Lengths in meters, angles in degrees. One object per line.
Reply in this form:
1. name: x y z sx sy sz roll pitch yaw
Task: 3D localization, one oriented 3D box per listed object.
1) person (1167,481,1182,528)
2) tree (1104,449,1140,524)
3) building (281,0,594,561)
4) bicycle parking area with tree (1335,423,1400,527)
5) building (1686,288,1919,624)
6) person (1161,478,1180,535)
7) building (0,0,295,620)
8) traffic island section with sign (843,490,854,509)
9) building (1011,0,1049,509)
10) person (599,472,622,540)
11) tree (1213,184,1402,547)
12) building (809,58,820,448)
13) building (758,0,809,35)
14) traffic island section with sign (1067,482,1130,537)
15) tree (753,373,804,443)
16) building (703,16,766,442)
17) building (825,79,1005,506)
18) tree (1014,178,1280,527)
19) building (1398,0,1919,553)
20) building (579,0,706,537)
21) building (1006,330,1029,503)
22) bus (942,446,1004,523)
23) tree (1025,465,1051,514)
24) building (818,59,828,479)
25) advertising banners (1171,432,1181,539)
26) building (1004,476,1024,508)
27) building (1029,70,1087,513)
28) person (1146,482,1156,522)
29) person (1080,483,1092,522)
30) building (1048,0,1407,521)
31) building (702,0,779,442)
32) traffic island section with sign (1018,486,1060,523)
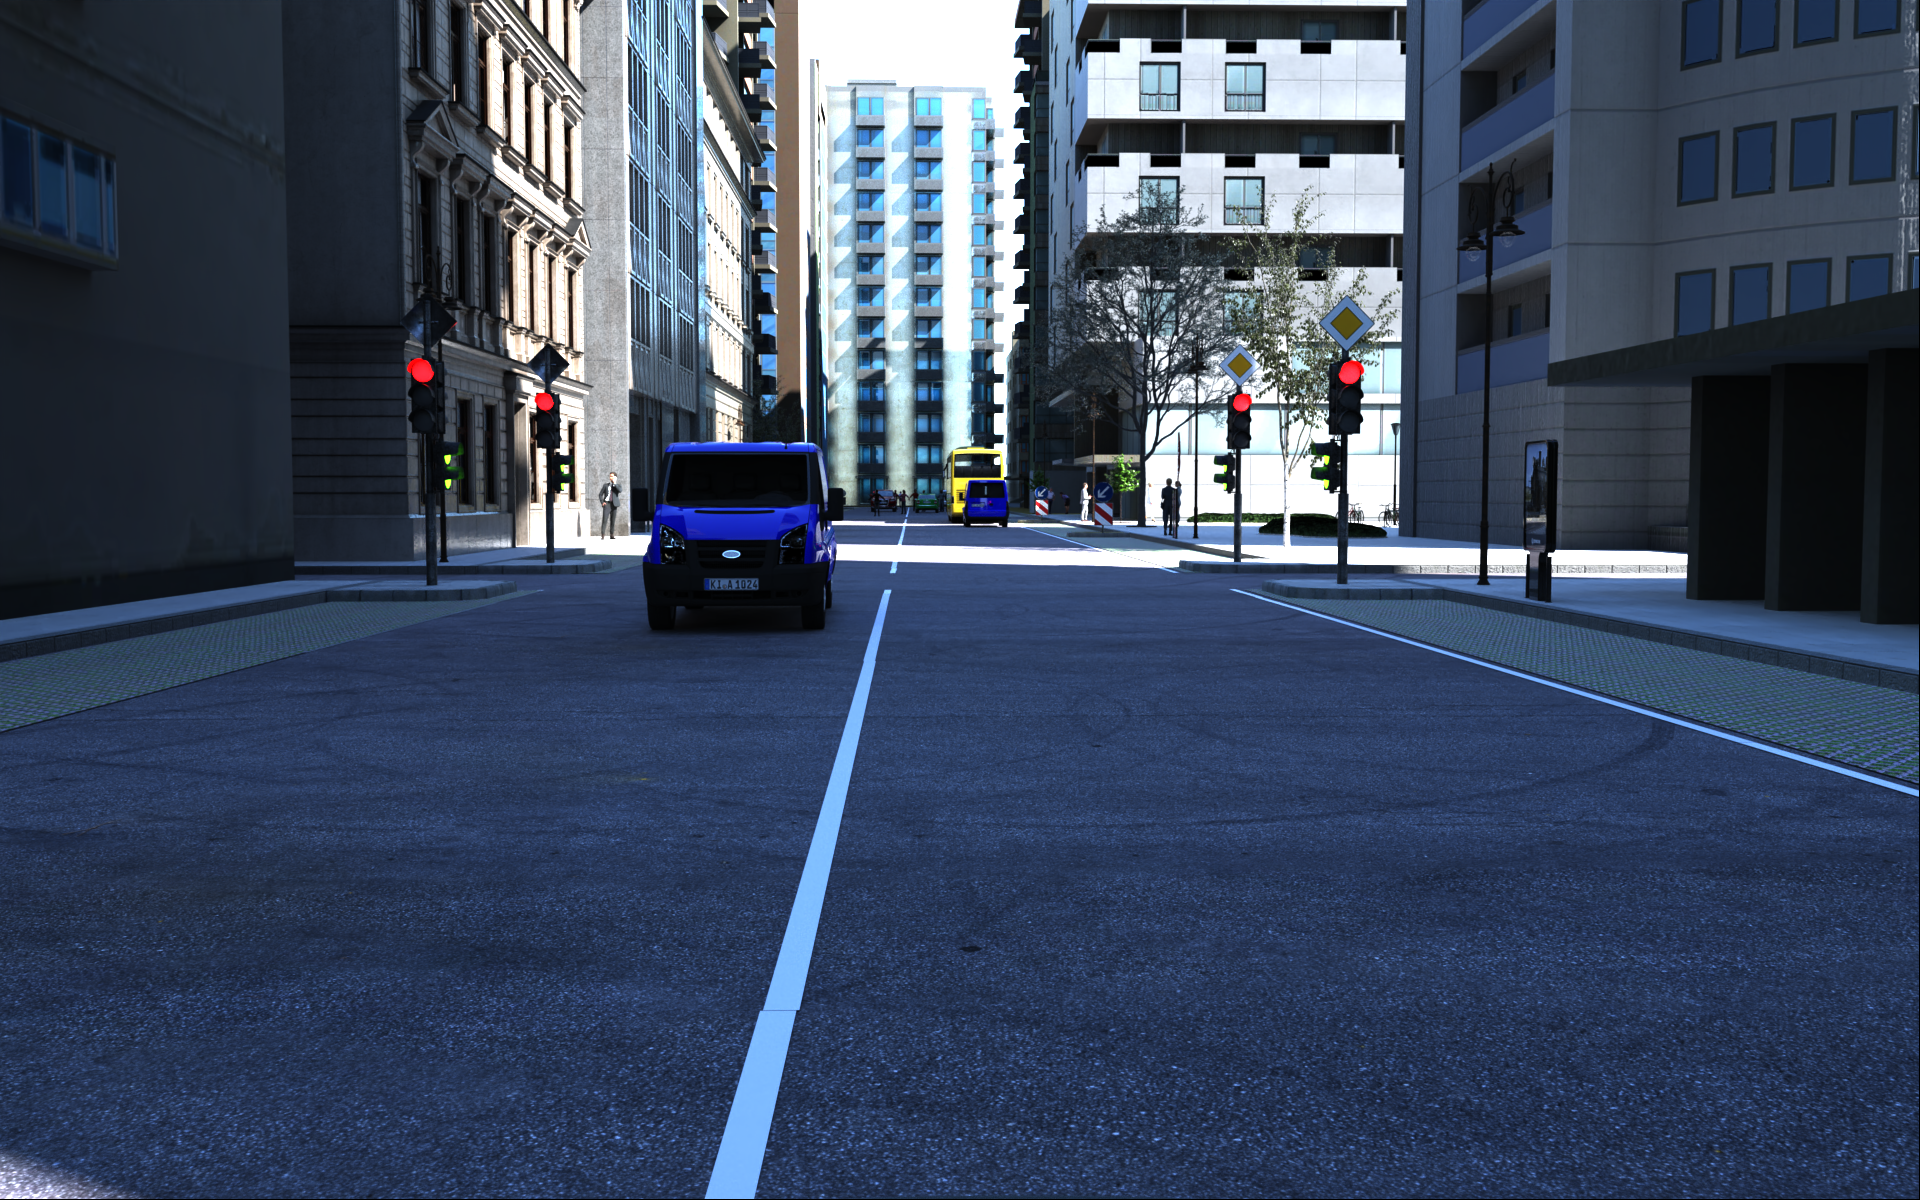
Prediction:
1. person: 8.191 -3.668 66.294 0.573 1.790 0.520 1 4 12
2. tree: 7.008 -4.940 75.377 1.663 3.219 1.824 0 3 0
3. building: -15.365 -10.810 41.364 10.561 19.102 19.286 0 4 -2
4. bicycle parking area with tree: 19.801 -4.991 68.605 9.016 4.147 8.231 -3 5 -40
5. building: 18.864 -21.590 7.615 22.147 44.769 28.867 0 4 -2
6. person: 6.508 -2.890 53.720 0.576 1.772 0.534 0 4 -3
7. building: -20.183 -23.846 13.589 21.600 48.544 21.300 0 4 -2
8. traffic island section with sign: -10.909 -9.384 162.059 1.989 1.847 2.006 0 4 -2
9. building: 15.797 -29.969 144.624 22.147 44.769 28.867 0 4 -2
10. person: -9.804 -2.645 48.654 0.648 1.900 0.474 -1 4 -23
11. tree: 8.032 -5.566 41.362 4.360 8.622 3.978 0 3 0
12. building: -20.228 -28.997 157.703 14.154 41.232 14.086 0 4 -2
13. building: -19.709 -30.157 143.182 14.600 45.320 14.200 0 4 -2
14. traffic island section with sign: 4.588 -3.004 57.744 1.989 1.847 2.006 0 4 -2
15. tree: -11.629 -9.463 105.082 4.360 8.622 3.978 0 3 0
16. building: -18.871 -15.445 85.808 16.112 22.955 30.059 0 4 -2
17. building: -10.257 -35.670 202.809 30.456 49.044 23.786 0 4 -2
18. tree: 7.172 -9.566 66.774 12.009 13.543 11.850 0 3 0
19. building: 27.692 -30.636 42.897 28.212 58.520 21.231 0 4 -2
20. building: -16.202 -14.853 60.866 12.078 24.808 19.932 0 4 -2
21. building: 20.619 -22.075 205.965 28.899 21.520 27.650 0 4 -2
22. bus: 0.656 -5.918 88.313 2.896 3.916 12.252 0 4 -2
23. tree: 5.032 -7.191 112.179 1.663 3.219 1.824 0 3 0
24. building: -20.938 -32.159 175.916 14.200 45.320 14.600 0 4 -2
25. advertising banners: 6.219 -3.283 49.857 0.090 3.025 2.074 0 4 2
26. building: 19.591 -29.364 171.980 32.217 40.220 23.993 0 4 -2
27. building: 11.800 -21.425 122.008 14.160 30.474 14.107 0 4 -2
28. person: 8.653 -4.470 79.005 0.818 1.842 0.514 -2 4 -30
29. person: 5.833 -4.505 79.893 0.583 1.804 0.606 0 4 -7
30. building: 19.212 -30.851 93.653 28.713 52.752 27.495 0 4 -2
31. building: -24.482 -28.549 121.395 22.147 44.769 28.867 0 4 -2
32. traffic island section with sign: 3.840 -4.656 84.748 1.989 1.847 2.006 0 4 -2
